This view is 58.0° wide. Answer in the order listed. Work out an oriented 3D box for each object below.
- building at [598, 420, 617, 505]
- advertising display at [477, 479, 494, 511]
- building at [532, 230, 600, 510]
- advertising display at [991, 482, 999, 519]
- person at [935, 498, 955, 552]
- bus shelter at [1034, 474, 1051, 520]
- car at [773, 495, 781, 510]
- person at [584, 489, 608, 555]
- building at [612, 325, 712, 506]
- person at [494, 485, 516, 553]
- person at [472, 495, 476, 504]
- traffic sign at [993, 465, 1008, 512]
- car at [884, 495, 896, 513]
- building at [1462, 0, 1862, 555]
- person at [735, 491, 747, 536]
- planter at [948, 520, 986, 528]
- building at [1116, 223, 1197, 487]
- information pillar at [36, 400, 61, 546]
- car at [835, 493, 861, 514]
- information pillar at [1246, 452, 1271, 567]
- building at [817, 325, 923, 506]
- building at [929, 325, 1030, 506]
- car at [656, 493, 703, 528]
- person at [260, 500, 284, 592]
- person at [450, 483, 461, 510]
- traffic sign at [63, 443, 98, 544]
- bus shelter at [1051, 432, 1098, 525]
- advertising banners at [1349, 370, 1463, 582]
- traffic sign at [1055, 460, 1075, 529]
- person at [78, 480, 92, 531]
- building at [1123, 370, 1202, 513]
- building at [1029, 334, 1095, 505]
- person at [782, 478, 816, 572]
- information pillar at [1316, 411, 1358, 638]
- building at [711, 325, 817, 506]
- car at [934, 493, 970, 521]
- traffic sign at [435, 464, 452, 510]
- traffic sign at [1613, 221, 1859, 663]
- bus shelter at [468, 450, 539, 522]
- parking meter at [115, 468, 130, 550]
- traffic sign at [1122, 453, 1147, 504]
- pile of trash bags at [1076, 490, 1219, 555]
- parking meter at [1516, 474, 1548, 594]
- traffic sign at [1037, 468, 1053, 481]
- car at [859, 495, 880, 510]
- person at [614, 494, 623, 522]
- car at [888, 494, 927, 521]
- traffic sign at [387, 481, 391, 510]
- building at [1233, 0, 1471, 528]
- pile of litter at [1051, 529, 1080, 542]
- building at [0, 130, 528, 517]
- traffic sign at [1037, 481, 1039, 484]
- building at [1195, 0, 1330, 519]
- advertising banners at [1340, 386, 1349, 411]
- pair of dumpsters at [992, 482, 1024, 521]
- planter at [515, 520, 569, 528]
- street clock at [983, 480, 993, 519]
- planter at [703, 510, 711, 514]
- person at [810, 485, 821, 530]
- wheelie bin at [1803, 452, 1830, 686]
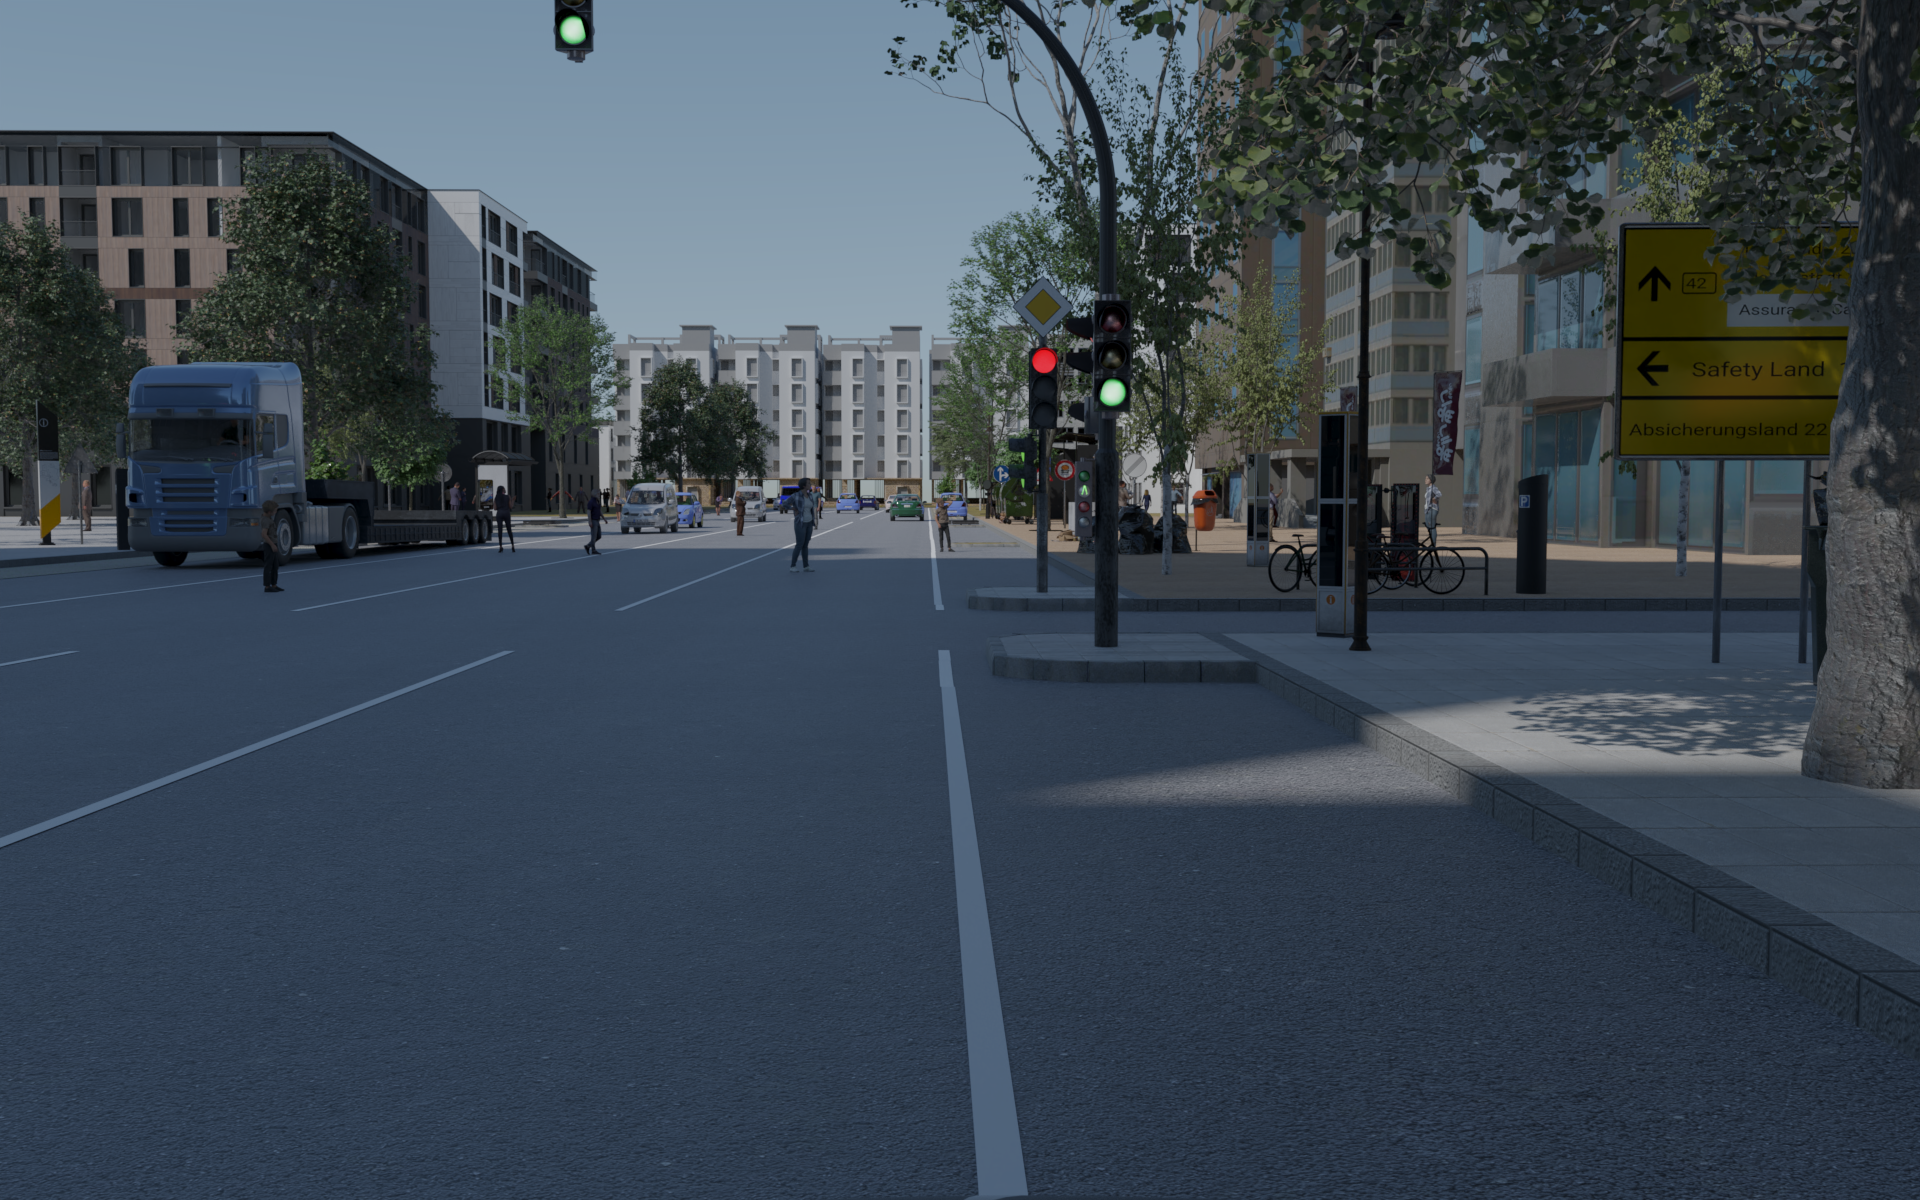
[{"bbox_3d":[-53.581,-15.536,196.154,28.070,9.664,9.099,0,4,-1],"label":"building"},{"bbox_3d":[-20.862,-4.340,76.167,0.123,1.923,0.974,1,4,21],"label":"advertising display"},{"bbox_3d":[-49.214,-18.599,148.067,32.646,21.610,27.936,0,4,-1],"label":"building"},{"bbox_3d":[2.105,-5.243,90.931,0.974,1.923,0.123,-1,4,-20],"label":"advertising display"},{"bbox_3d":[-0.373,-1.868,42.948,0.435,1.345,0.340,-2,4,-24],"label":"person"},{"bbox_3d":[4.356,-5.785,85.873,1.731,3.624,6.357,0,4,-1],"label":"bus shelter"},{"bbox_3d":[-15.879,-8.827,156.685,2.083,1.381,4.827,0,4,-3],"label":"car"},{"bbox_3d":[-8.606,-1.839,40.778,0.569,1.553,0.471,-3,5,-44],"label":"person"},{"bbox_3d":[-33.418,-21.007,199.891,11.380,20.091,16.016,0,4,-1],"label":"building"},{"bbox_3d":[-11.172,-1.990,42.505,0.415,1.643,0.593,2,4,31],"label":"person"},{"bbox_3d":[-26.194,-5.396,94.819,0.990,1.755,0.434,-1,4,-20],"label":"person"},{"bbox_3d":[1.841,-4.644,76.033,0.768,2.556,0.104,0,4,6],"label":"traffic sign"},{"bbox_3d":[-4.811,-7.424,133.752,2.083,1.381,4.827,0,4,-2],"label":"car"},{"bbox_3d":[29.060,-25.990,44.548,30.456,49.044,23.786,0,4,-1],"label":"building"},{"bbox_3d":[-7.516,-2.978,59.460,0.388,1.546,0.482,0,4,-1],"label":"person"},{"bbox_3d":[0.098,-3.293,74.972,1.991,0.319,1.994,0,4,-1],"label":"planter"},{"bbox_3d":[25.144,-18.543,147.158,27.936,21.610,32.646,0,4,-1],"label":"building"},{"bbox_3d":[-22.799,-3.178,43.308,0.183,3.616,0.504,3,5,45],"label":"information pillar"},{"bbox_3d":[-8.269,-7.248,128.089,1.945,1.707,3.694,0,4,-3],"label":"car"},{"bbox_3d":[5.266,-1.595,30.564,0.304,2.012,0.304,-1,4,-20],"label":"information pillar"},{"bbox_3d":[-10.048,-21.065,200.831,11.380,20.091,16.016,0,4,-1],"label":"building"},{"bbox_3d":[2.134,-21.029,200.251,11.380,20.091,16.016,0,4,-1],"label":"building"},{"bbox_3d":[-11.945,-3.908,73.494,1.945,1.707,3.694,0,4,-1],"label":"car"},{"bbox_3d":[-10.055,-0.791,25.338,0.340,1.345,0.435,-2,4,-28],"label":"person"},{"bbox_3d":[-21.315,-4.085,73.286,0.683,1.767,0.568,2,4,26],"label":"person"},{"bbox_3d":[-22.457,-2.704,44.221,0.884,2.594,0.081,0,4,0],"label":"traffic sign"},{"bbox_3d":[4.812,-4.721,68.475,1.731,3.624,6.357,0,4,-1],"label":"bus shelter"},{"bbox_3d":[6.523,-1.786,25.390,0.090,3.025,2.074,-2,4,-33],"label":"advertising banners"},{"bbox_3d":[3.904,-3.931,64.385,0.768,2.556,0.104,0,4,5],"label":"traffic sign"},{"bbox_3d":[-30.114,-3.243,59.622,0.434,1.755,0.990,-1,4,-19],"label":"person"},{"bbox_3d":[16.956,-10.698,117.062,9.099,9.664,28.070,0,4,-1],"label":"building"},{"bbox_3d":[24.205,-20.423,200.371,31.486,18.905,16.747,0,4,-1],"label":"building"},{"bbox_3d":[-2.909,-1.390,31.955,0.376,1.734,0.841,3,5,40],"label":"person"},{"bbox_3d":[3.410,-0.677,15.558,0.304,2.012,0.304,3,5,41],"label":"information pillar"},{"bbox_3d":[-21.713,-21.015,200.011,11.380,20.091,16.016,0,4,-1],"label":"building"},{"bbox_3d":[-0.440,-5.120,93.298,1.945,1.707,3.694,0,4,0],"label":"car"},{"bbox_3d":[-21.433,-4.384,71.779,0.768,2.556,0.104,0,4,3],"label":"traffic sign"},{"bbox_3d":[6.070,-1.173,13.048,2.265,3.308,0.079,0,4,3],"label":"traffic sign"},{"bbox_3d":[-21.828,-5.453,83.086,2.014,3.302,5.546,0,4,-1],"label":"bus shelter"},{"bbox_3d":[-19.203,-2.080,39.718,0.255,1.863,0.399,-2,4,-30],"label":"parking meter"},{"bbox_3d":[5.439,-3.296,54.001,0.768,2.556,0.104,0,4,4],"label":"traffic sign"},{"bbox_3d":[4.332,-1.725,37.963,3.447,1.369,1.912,-3,4,-37],"label":"pile of trash bags"},{"bbox_3d":[7.370,-0.850,22.313,0.372,1.533,0.369,0,3,0],"label":"parking meter"},{"bbox_3d":[3.355,-4.328,70.761,0.884,2.594,0.081,0,4,5],"label":"traffic sign"},{"bbox_3d":[-8.076,-8.595,153.109,1.945,1.354,3.894,0,4,1],"label":"car"},{"bbox_3d":[-17.794,-4.793,90.048,0.628,1.438,0.799,-2,4,-35],"label":"person"},{"bbox_3d":[-2.831,-4.968,93.026,2.131,1.459,4.920,0,4,-1],"label":"car"},{"bbox_3d":[-23.686,-4.389,71.872,0.768,2.556,0.104,0,4,4],"label":"traffic sign"},{"bbox_3d":[28.691,-23.189,71.023,32.217,40.220,23.993,0,4,-1],"label":"building"},{"bbox_3d":[3.170,-2.041,47.341,1.719,0.858,1.176,-2,4,-32],"label":"pile of litter"},{"bbox_3d":[-46.047,-16.513,113.967,27.936,21.610,32.646,0,4,-1],"label":"building"},{"bbox_3d":[3.543,-4.463,75.104,0.606,2.300,0.079,0,4,1],"label":"traffic sign"},{"bbox_3d":[20.386,-26.927,90.363,14.600,45.320,14.200,0,4,-1],"label":"building"},{"bbox_3d":[6.577,-1.915,27.506,0.090,3.025,2.074,-1,4,-19],"label":"advertising banners"},{"bbox_3d":[2.444,-5.084,85.619,1.574,2.255,4.437,0,4,-1],"label":"pair of dumpsters"},{"bbox_3d":[-17.965,-3.274,74.667,1.991,0.319,1.994,0,4,-1],"label":"planter"},{"bbox_3d":[1.432,-5.183,89.320,0.471,2.002,0.358,2,4,25],"label":"street clock"},{"bbox_3d":[-18.912,-6.294,124.043,1.991,0.319,1.994,0,4,-1],"label":"planter"},{"bbox_3d":[-5.911,-3.740,69.780,0.598,1.807,0.434,2,4,35],"label":"person"},{"bbox_3d":[6.044,-0.215,11.416,0.693,1.594,0.980,-2,4,-30],"label":"wheelie bin"}]
